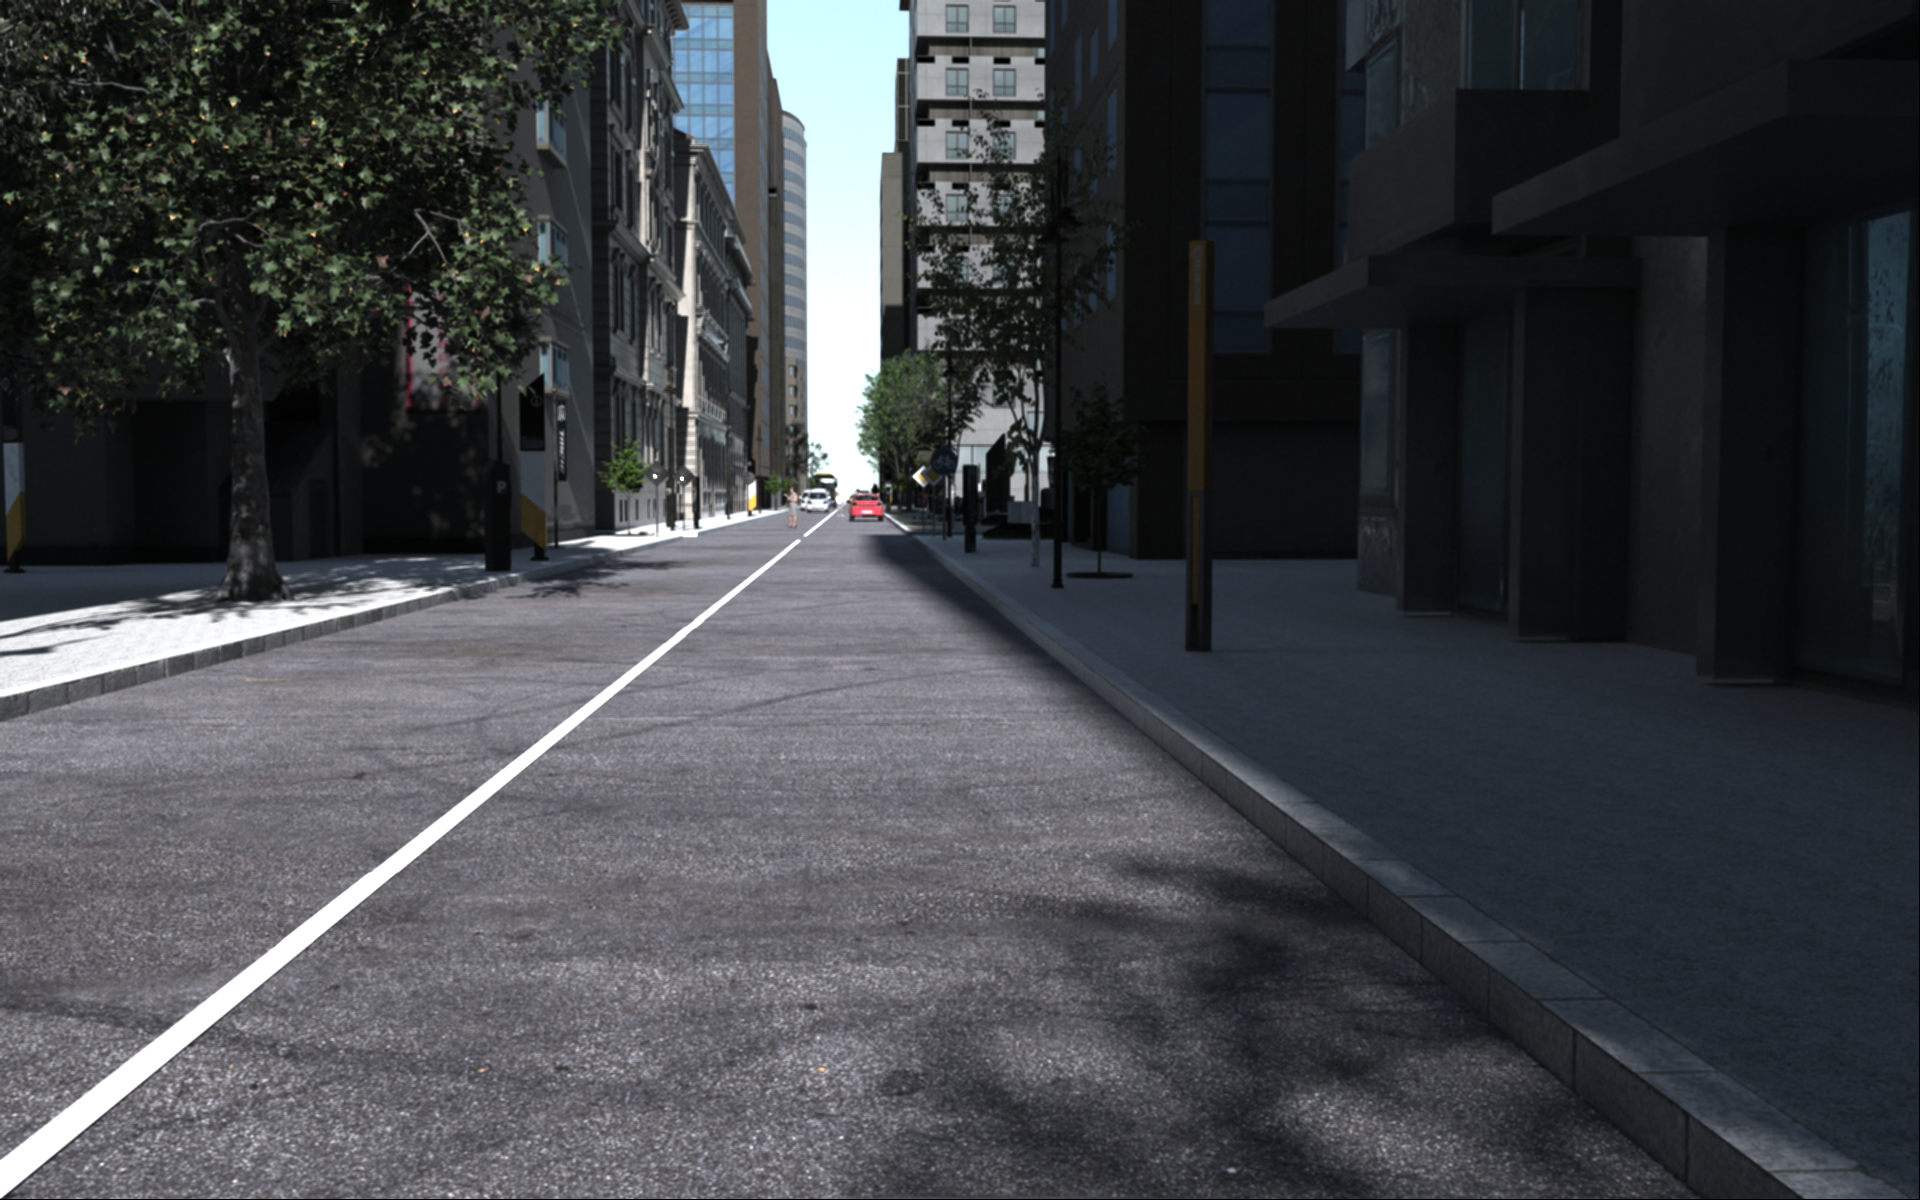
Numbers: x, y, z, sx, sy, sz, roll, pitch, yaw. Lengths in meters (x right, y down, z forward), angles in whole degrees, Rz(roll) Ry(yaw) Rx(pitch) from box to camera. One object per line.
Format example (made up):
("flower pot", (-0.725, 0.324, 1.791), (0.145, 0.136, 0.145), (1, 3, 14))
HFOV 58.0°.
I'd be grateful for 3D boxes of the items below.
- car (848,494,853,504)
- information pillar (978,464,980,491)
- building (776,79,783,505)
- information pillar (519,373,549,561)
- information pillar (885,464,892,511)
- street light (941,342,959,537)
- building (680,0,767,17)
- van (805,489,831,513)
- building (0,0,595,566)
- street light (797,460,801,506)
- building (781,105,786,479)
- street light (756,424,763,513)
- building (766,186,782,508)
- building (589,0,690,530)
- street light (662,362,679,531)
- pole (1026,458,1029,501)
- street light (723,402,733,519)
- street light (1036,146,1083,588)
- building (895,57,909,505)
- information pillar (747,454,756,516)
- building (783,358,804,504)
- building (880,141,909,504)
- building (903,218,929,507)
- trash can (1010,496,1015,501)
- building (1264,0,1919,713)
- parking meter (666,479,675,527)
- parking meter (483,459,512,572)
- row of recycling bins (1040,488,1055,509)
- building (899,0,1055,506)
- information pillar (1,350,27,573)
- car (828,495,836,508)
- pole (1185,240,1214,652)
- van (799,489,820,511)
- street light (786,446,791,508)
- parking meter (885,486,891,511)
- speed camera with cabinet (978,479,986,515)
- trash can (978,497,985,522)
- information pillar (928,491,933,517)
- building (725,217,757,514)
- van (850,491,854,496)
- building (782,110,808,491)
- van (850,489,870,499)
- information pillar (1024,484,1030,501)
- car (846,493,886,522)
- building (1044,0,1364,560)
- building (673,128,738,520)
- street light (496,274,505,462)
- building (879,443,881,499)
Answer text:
("car", (-14.442, -14.002, 239.157), (2.015, 1.641, 3.980), (0, 4, -4))
("information pillar", (1.465, -8.726, 134.020), (0.183, 3.616, 0.504), (0, 4, -8))
("building", (-25.346, -31.737, 169.012), (14.600, 45.320, 14.200), (0, 4, -3))
("information pillar", (-8.213, -2.570, 33.382), (0.504, 3.616, 0.183), (-1, 4, -10))
("information pillar", (-5.577, -8.761, 134.593), (0.504, 3.616, 0.183), (-1, 4, -10))
("street light", (-0.318, -4.823, 51.640), (0.468, 5.910, 1.993), (0, 4, -3))
("building", (-22.856, -30.015, 140.855), (14.600, 45.320, 14.200), (0, 4, -3))
("van", (-10.935, -7.731, 133.407), (2.013, 2.044, 4.112), (0, 4, -3))
("building", (-20.850, -25.432, 39.522), (21.600, 48.544, 21.300), (0, 4, -3))
("street light", (-17.711, -13.328, 190.695), (0.468, 5.910, 1.993), (0, 4, -3))
("building", (-25.895, -32.604, 183.178), (14.600, 45.320, 14.200), (0, 4, -3))
("street light", (-13.229, -8.656, 114.315), (0.468, 5.910, 1.993), (0, 4, -3))
("building", (-23.451, -23.469, 155.426), (14.160, 30.474, 14.107), (0, 4, -3))
("building", (-19.044, -17.345, 70.978), (14.401, 28.519, 23.554), (0, 4, -3))
("street light", (-10.087, -5.370, 60.595), (0.468, 5.910, 1.993), (0, 4, -3))
("pole", (3.863, -6.435, 99.057), (0.158, 3.312, 0.155), (0, 3, 0))
("street light", (-11.691, -7.003, 87.289), (0.468, 5.910, 1.993), (0, 4, -3))
("street light", (1.336, -3.103, 23.524), (0.468, 5.910, 1.993), (0, 4, -3))
("building", (-2.384, -51.719, 283.851), (20.563, 71.187, 20.611), (0, 4, -3))
("information pillar", (-12.224, -6.729, 101.379), (0.504, 3.616, 0.183), (-1, 4, -9))
("building", (-35.411, -23.726, 232.961), (27.650, 21.520, 28.899), (0, 4, -3))
("building", (-0.009, -37.337, 234.163), (21.300, 48.544, 21.600), (0, 4, -3))
("building", (1.006, -25.171, 183.253), (14.160, 30.474, 14.107), (0, 4, -3))
("trash can", (3.949, -7.576, 135.525), (0.748, 1.137, 0.748), (0, 3, 0))
("building", (15.554, -23.840, 9.386), (23.786, 49.044, 30.456), (0, 4, -3))
("parking meter", (-11.190, -3.744, 66.918), (0.255, 1.863, 0.399), (1, 4, 8))
("parking meter", (-7.692, -1.414, 28.832), (0.255, 1.863, 0.399), (3, 4, 39))
("row of recycling bins", (6.221, -6.720, 116.982), (1.069, 1.692, 3.534), (1, 4, 17))
("building", (9.032, -35.047, 162.250), (28.713, 52.752, 27.495), (0, 4, -3))
("information pillar", (-15.336, -2.245, 28.061), (0.504, 3.616, 0.183), (2, 4, 35))
("car", (-13.730, -10.221, 179.685), (1.945, 1.354, 3.894), (0, 4, -4))
("pole", (1.950, -1.237, 14.063), (0.158, 3.312, 0.155), (0, 3, 0))
("van", (-12.919, -8.732, 149.773), (2.013, 2.044, 4.112), (0, 4, -3))
("street light", (-16.188, -11.693, 163.963), (0.468, 5.910, 1.993), (0, 4, -3))
("parking meter", (-5.345, -7.518, 128.623), (0.399, 1.863, 0.255), (0, 4, 2))
("speed camera with cabinet", (1.436, -6.683, 103.596), (0.660, 3.252, 2.038), (-1, 4, -19))
("trash can", (0.805, -4.183, 80.045), (0.748, 1.137, 0.748), (0, 3, 0))
("information pillar", (-1.670, -5.688, 97.494), (0.304, 2.012, 0.304), (0, 4, -5))
("building", (-21.005, -16.800, 116.482), (13.314, 21.916, 24.055), (0, 4, -3))
("van", (-15.423, -15.419, 259.114), (2.013, 2.044, 4.112), (0, 4, -4))
("building", (-33.852, -43.944, 260.476), (21.231, 58.520, 28.212), (0, 4, -3))
("van", (-8.463, -8.707, 149.377), (2.013, 2.044, 4.112), (0, 4, -5))
("information pillar", (4.860, -7.409, 125.631), (0.304, 2.012, 0.304), (1, 4, 18))
("car", (-4.972, -5.067, 91.887), (2.155, 1.783, 4.494), (0, 4, -4))
("building", (9.597, -23.814, 39.472), (14.600, 45.320, 14.200), (0, 4, -3))
("building", (-18.558, -15.771, 94.005), (11.583, 22.565, 21.152), (0, 4, -3))
("street light", (-8.203, -3.549, 30.815), (0.468, 5.910, 1.993), (0, 4, -3))
("building", (1.838, -25.433, 260.865), (27.650, 21.520, 28.899), (0, 4, -3))
